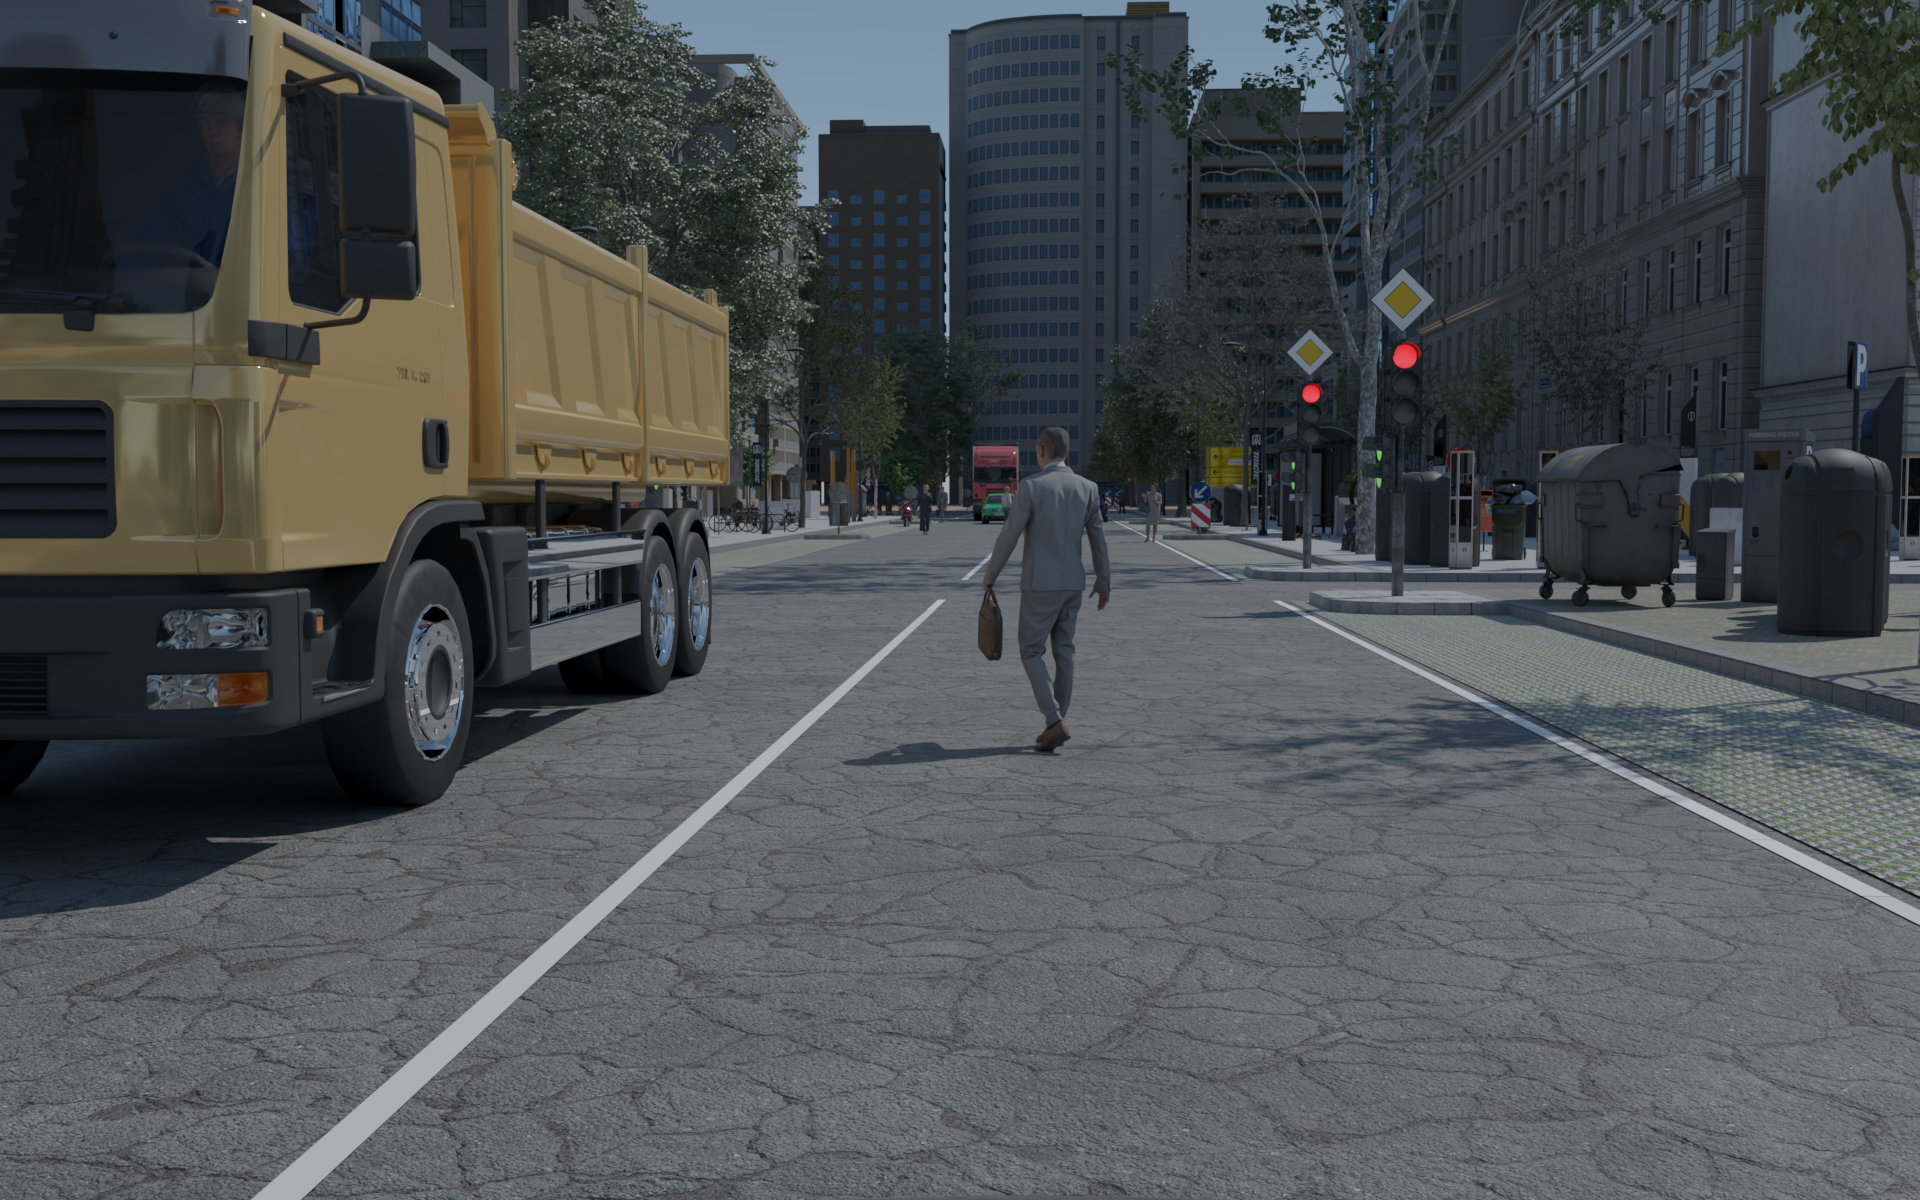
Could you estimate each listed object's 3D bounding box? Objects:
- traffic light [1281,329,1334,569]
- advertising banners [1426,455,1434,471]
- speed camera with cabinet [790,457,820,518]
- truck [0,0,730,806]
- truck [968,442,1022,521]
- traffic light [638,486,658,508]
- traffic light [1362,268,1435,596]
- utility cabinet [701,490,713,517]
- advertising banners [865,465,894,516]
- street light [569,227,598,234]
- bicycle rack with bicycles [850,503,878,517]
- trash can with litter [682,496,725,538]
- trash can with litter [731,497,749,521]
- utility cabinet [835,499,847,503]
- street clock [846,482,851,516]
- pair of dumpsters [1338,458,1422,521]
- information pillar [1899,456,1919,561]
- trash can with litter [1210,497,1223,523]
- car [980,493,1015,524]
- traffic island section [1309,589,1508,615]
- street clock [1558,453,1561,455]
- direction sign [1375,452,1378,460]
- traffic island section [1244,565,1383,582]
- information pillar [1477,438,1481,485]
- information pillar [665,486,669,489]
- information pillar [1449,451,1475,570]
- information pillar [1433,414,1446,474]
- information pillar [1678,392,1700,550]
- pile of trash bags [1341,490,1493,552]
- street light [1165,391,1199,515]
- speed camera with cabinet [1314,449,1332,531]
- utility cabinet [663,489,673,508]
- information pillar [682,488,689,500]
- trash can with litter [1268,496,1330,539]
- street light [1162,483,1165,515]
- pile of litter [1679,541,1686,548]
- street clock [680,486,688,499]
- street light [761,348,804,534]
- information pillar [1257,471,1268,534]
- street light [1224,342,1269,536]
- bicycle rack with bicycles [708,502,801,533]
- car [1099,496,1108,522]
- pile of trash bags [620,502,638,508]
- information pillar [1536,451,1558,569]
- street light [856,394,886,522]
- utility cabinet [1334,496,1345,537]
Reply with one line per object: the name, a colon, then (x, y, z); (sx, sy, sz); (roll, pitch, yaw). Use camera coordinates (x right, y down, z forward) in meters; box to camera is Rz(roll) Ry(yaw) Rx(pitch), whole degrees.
traffic light: (5.945, -2.491, 29.653); (0.839, 4.253, 0.868); (0, 4, 3)
advertising banners: (22.019, -5.047, 78.711); (2.074, 3.025, 0.090); (-1, 4, -20)
speed camera with cabinet: (-8.340, -6.053, 93.299); (0.660, 3.252, 2.038); (2, 4, 29)
truck: (-3.519, -0.870, 10.144); (3.469, 3.379, 9.791); (0, 4, 3)
truck: (1.998, -6.555, 96.091); (2.839, 4.237, 11.283); (0, 4, 2)
traffic light: (-5.548, -2.531, 30.297); (0.839, 4.253, 0.868); (0, 4, 3)
traffic light: (5.486, -2.004, 21.681); (0.839, 4.253, 0.868); (0, 4, 3)
utility cabinet: (-13.972, -5.326, 95.765); (0.318, 1.500, 1.173); (-2, 4, -26)
advertising banners: (-4.832, -6.525, 102.873); (2.074, 3.025, 0.090); (2, 4, 32)
street light: (-6.986, -3.531, 30.270); (1.470, 5.913, 1.316); (0, 4, 3)
bicycle rack with bicycles: (-6.053, -5.146, 97.524); (2.925, 0.926, 2.852); (-1, 4, -13)
trash can with litter: (-8.123, -2.414, 50.529); (2.233, 1.210, 1.678); (2, 4, 28)
trash can with litter: (-9.927, -4.144, 79.139); (1.055, 1.170, 0.624); (0, 4, -5)
utility cabinet: (-5.947, -4.660, 87.357); (0.306, 1.237, 1.020); (2, 4, 32)
street clock: (-6.412, -5.840, 100.048); (0.358, 2.002, 0.471); (-2, 4, -30)
pair of dumpsters: (11.607, -2.779, 47.930); (1.574, 2.255, 4.437); (0, 4, 3)
information pillar: (18.358, -1.770, 33.428); (0.304, 2.012, 0.304); (1, 4, 11)
trash can with litter: (11.665, -4.038, 77.413); (1.055, 1.170, 0.624); (2, 4, 23)
car: (2.002, -4.592, 83.869); (1.959, 1.807, 4.718); (0, 4, 4)
traffic island section: (5.525, 0.030, 21.793); (2.009, 0.180, 2.903); (0, 4, 3)
street clock: (10.562, -1.577, 30.352); (0.358, 2.002, 0.471); (1, 4, 18)
direction sign: (20.448, -5.723, 85.563); (0.379, 3.537, 0.876); (-1, 4, -11)
traffic island section: (5.984, -0.458, 29.765); (2.009, 0.180, 2.903); (0, 4, 3)
information pillar: (21.563, -4.936, 72.053); (0.183, 3.616, 0.504); (1, 4, 21)
information pillar: (-17.454, -6.066, 103.668); (0.304, 2.012, 0.304); (2, 4, 33)
information pillar: (8.550, -1.531, 29.527); (0.304, 2.012, 0.304); (-1, 4, -9)
information pillar: (14.125, -3.648, 51.001); (0.183, 3.616, 0.504); (-1, 4, -21)
information pillar: (16.784, -2.967, 39.868); (0.183, 3.616, 0.504); (-1, 4, -20)
pile of trash bags: (10.289, -1.776, 38.784); (3.447, 1.369, 1.912); (1, 4, 13)
street light: (10.188, -6.467, 78.274); (1.470, 5.913, 1.316); (0, 4, 3)
speed camera with cabinet: (12.285, -4.008, 59.869); (2.038, 3.252, 0.660); (-1, 4, -10)
utility cabinet: (-12.438, -3.844, 71.533); (1.173, 1.500, 0.318); (2, 4, 24)
information pillar: (-15.725, -5.795, 99.232); (0.304, 2.012, 0.304); (0, 4, 0)
trash can with litter: (9.857, -2.373, 49.859); (1.678, 1.210, 2.233); (0, 4, -1)
street light: (11.737, -8.040, 103.999); (1.470, 5.913, 1.316); (0, 4, 3)
pile of litter: (17.048, -1.702, 41.801); (1.176, 0.858, 1.719); (3, 4, 37)
street clock: (-11.957, -4.312, 75.064); (0.471, 2.002, 0.358); (-1, 4, -15)
street light: (-5.657, -5.055, 55.185); (1.470, 5.913, 1.316); (0, 4, 3)
information pillar: (9.677, -3.114, 55.403); (0.304, 2.012, 0.304); (1, 4, 16)
street light: (8.790, -4.930, 53.151); (1.470, 5.913, 1.316); (0, 4, 3)
bicycle rack with bicycles: (-7.105, -2.718, 57.815); (2.925, 0.926, 2.852); (1, 4, 18)
car: (6.691, -4.687, 89.220); (1.945, 1.354, 3.894); (0, 4, 1)
pile of trash bags: (-15.632, -4.197, 78.377); (3.447, 1.369, 1.912); (2, 4, 35)
information pillar: (10.032, -1.536, 29.609); (0.304, 2.012, 0.304); (1, 4, 13)
street light: (-4.125, -6.611, 80.626); (1.470, 5.913, 1.316); (0, 4, 3)
utility cabinet: (11.629, -2.454, 51.283); (1.020, 1.237, 0.306); (0, 4, -3)
